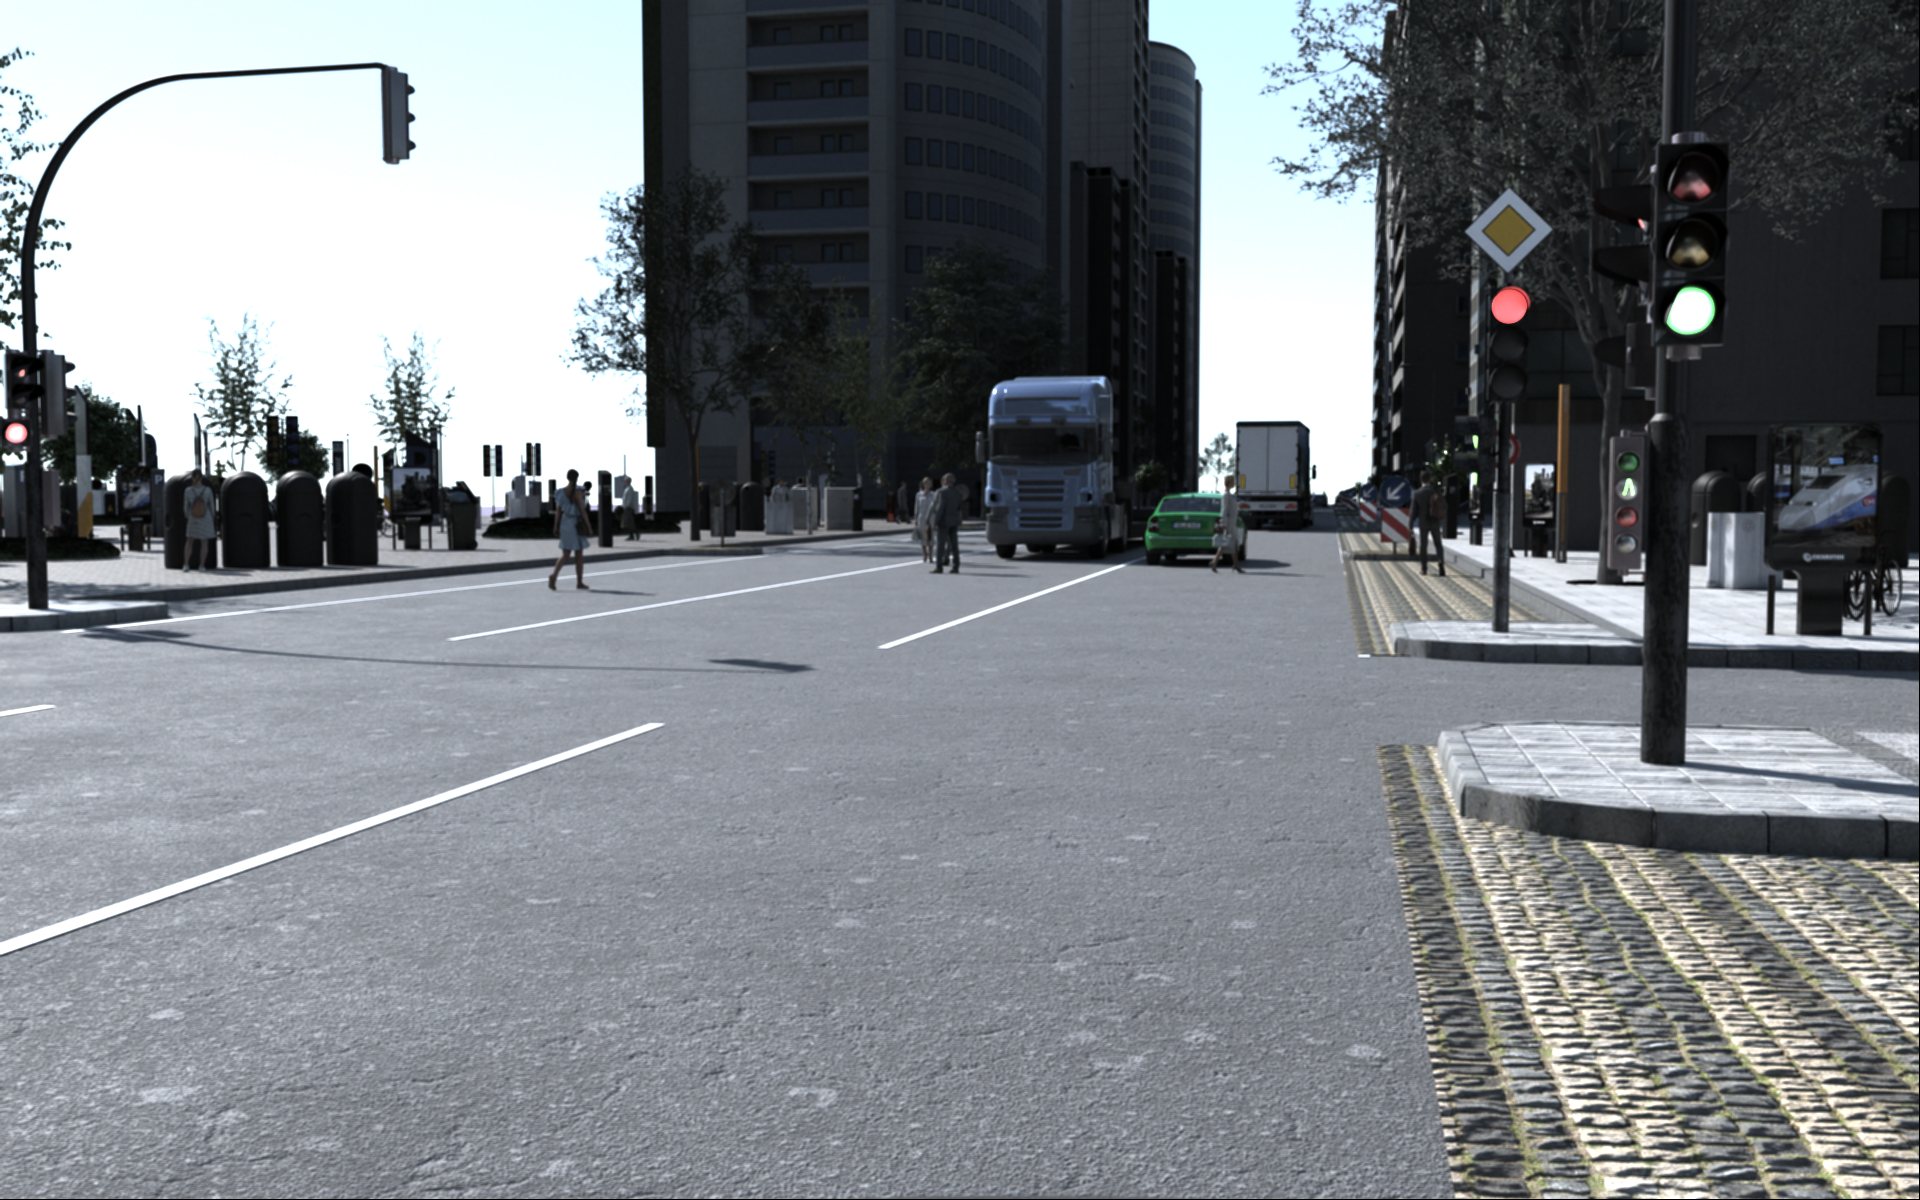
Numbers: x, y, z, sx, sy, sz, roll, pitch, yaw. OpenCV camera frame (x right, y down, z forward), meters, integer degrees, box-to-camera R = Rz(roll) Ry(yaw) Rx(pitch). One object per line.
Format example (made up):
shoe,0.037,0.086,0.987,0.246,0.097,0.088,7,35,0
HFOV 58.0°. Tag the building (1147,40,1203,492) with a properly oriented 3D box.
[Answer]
building,19.752,-41.808,225.562,21.231,58.520,28.212,1,4,12

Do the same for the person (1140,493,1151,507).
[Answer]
person,18.366,-9.998,172.100,1.348,1.807,0.705,3,5,43

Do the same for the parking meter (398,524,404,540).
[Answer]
parking meter,-15.544,-2.448,48.441,0.372,1.533,0.369,0,3,0

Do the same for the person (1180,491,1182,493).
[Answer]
person,20.911,-9.468,164.219,0.530,1.710,0.541,0,4,6

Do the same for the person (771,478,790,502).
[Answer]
person,-6.164,-3.282,59.542,0.661,1.843,0.795,-1,4,-11

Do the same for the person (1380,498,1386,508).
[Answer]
person,41.638,-9.824,169.129,1.348,1.822,0.705,0,4,-4

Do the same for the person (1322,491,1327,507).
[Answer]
person,40.989,-11.413,195.127,1.348,1.821,0.705,-3,5,-39

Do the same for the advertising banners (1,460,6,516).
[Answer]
advertising banners,-48.969,-5.650,88.565,0.090,3.025,2.074,-3,5,-40

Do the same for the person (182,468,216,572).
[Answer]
person,-12.509,-1.309,28.452,0.512,1.701,0.522,-2,4,-27

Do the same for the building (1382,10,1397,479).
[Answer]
building,59.402,-36.379,184.027,28.713,52.752,27.495,1,4,12

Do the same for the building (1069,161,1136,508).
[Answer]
building,7.730,-23.360,153.642,14.160,30.474,14.107,1,4,12

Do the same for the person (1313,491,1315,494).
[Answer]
person,46.101,-13.296,225.914,1.348,1.821,0.705,-2,4,-28

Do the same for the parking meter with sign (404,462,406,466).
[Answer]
parking meter with sign,-29.235,-5.949,93.534,1.738,3.016,0.543,2,4,35

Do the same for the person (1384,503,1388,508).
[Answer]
person,40.478,-9.604,164.003,0.756,1.711,0.436,1,4,17

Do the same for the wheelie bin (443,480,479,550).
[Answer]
wheelie bin,-11.537,-1.965,40.039,0.693,1.594,0.980,-2,4,-31

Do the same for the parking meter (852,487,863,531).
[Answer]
parking meter,-3.533,-3.129,59.564,0.372,1.533,0.369,0,3,0

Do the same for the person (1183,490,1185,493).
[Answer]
person,14.475,-6.239,111.174,0.551,1.740,0.621,0,4,-7

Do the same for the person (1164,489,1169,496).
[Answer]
person,15.837,-7.547,131.982,0.705,1.812,1.348,-2,4,-28

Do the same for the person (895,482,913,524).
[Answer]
person,-2.409,-4.187,74.610,0.767,1.812,0.694,2,4,31

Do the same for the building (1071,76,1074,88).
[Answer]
building,-4.950,-27.188,136.401,32.217,40.220,23.993,1,4,12

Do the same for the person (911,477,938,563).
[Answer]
person,-0.652,-1.679,36.304,0.694,1.780,0.624,1,4,16

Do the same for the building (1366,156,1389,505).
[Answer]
building,62.705,-36.303,213.163,23.786,49.044,30.456,1,4,12

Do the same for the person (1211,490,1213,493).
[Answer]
person,26.197,-10.507,180.295,0.705,1.822,1.348,0,4,-4

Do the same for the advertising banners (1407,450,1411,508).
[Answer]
advertising banners,17.976,-4.479,69.424,0.090,3.025,2.074,1,4,19

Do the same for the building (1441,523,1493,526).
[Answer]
building,36.943,-23.288,72.634,32.217,40.220,23.993,1,4,12

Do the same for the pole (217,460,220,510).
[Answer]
pole,-43.718,-6.627,102.188,0.158,3.312,0.155,0,3,0

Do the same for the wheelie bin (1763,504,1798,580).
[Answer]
wheelie bin,12.625,-1.121,26.235,0.693,1.594,0.980,0,4,2

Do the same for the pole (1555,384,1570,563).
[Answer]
pole,11.211,-2.347,32.214,0.158,3.312,0.155,0,3,0

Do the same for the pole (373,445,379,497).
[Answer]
pole,-24.406,-4.806,72.422,0.158,3.312,0.155,0,3,0

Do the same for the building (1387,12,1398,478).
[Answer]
building,47.560,-29.997,145.071,22.147,44.769,28.867,1,4,12

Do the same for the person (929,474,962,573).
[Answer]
person,-0.272,-1.390,31.403,0.590,1.801,0.661,3,5,43

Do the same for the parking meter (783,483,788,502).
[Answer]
parking meter,-8.958,-5.074,88.669,0.255,1.863,0.399,1,4,9

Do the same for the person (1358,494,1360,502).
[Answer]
person,55.520,-14.368,240.973,0.705,1.822,1.348,0,4,1

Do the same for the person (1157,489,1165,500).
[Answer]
person,15.916,-7.741,135.160,1.348,1.812,0.705,2,4,33

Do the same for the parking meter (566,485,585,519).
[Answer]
parking meter,-10.255,-2.296,45.956,0.372,1.533,0.369,0,3,0

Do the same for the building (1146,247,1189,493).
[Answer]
building,19.310,-26.464,204.395,14.160,30.474,14.107,1,4,12

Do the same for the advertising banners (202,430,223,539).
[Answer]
advertising banners,-20.994,-3.213,48.724,0.090,3.025,2.074,-1,4,-8

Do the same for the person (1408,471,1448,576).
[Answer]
person,8.183,-1.334,30.273,0.622,1.834,0.822,0,4,2

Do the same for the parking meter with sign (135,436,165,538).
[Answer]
parking meter with sign,-23.943,-3.370,51.353,1.738,3.016,0.543,3,4,37

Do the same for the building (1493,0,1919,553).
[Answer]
building,20.895,-16.645,43.852,14.160,30.474,14.107,1,4,12

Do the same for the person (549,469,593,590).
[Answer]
person,-5.783,-1.054,25.834,0.616,1.811,0.778,2,4,29

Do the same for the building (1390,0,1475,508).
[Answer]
building,41.559,-30.369,120.235,21.300,48.544,21.600,1,4,12

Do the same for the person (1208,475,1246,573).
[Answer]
person,4.876,-1.391,31.588,0.624,1.780,0.694,2,4,29

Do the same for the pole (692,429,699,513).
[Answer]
pole,-8.328,-3.713,54.543,0.158,3.312,0.155,0,3,0

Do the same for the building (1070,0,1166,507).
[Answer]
building,11.823,-45.797,187.031,20.563,71.187,20.611,1,4,12

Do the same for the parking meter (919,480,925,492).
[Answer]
parking meter,-1.525,-4.090,72.581,0.255,1.863,0.399,-2,4,-24

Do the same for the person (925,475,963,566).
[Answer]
person,-0.317,-1.606,34.872,0.709,1.813,0.853,-2,4,-29

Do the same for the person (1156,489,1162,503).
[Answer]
person,15.954,-7.909,137.803,0.705,1.826,1.348,2,4,29

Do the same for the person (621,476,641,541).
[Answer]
person,-9.075,-2.519,47.709,0.515,1.767,0.782,-1,4,-15

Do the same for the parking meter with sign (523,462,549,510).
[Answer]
parking meter with sign,-23.274,-6.040,95.014,0.543,3.016,1.738,2,4,28

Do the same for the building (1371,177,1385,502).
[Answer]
building,63.450,-35.829,235.907,14.600,45.320,14.200,1,4,12

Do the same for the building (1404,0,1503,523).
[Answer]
building,41.981,-24.774,96.931,32.217,40.220,23.993,1,4,12

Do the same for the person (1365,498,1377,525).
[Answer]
person,18.706,-4.189,78.805,0.589,1.601,0.330,1,4,13

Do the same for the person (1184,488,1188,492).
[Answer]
person,13.484,-5.796,103.293,0.705,1.821,1.348,-3,4,-38

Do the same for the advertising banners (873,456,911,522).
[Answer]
advertising banners,-3.105,-5.046,78.684,2.074,3.025,0.090,2,4,35

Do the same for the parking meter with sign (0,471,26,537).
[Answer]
parking meter with sign,-22.690,-2.778,41.676,1.738,3.016,0.543,2,4,35

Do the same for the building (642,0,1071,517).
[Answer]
building,-5.496,-34.678,108.984,21.231,58.520,28.212,1,4,12
